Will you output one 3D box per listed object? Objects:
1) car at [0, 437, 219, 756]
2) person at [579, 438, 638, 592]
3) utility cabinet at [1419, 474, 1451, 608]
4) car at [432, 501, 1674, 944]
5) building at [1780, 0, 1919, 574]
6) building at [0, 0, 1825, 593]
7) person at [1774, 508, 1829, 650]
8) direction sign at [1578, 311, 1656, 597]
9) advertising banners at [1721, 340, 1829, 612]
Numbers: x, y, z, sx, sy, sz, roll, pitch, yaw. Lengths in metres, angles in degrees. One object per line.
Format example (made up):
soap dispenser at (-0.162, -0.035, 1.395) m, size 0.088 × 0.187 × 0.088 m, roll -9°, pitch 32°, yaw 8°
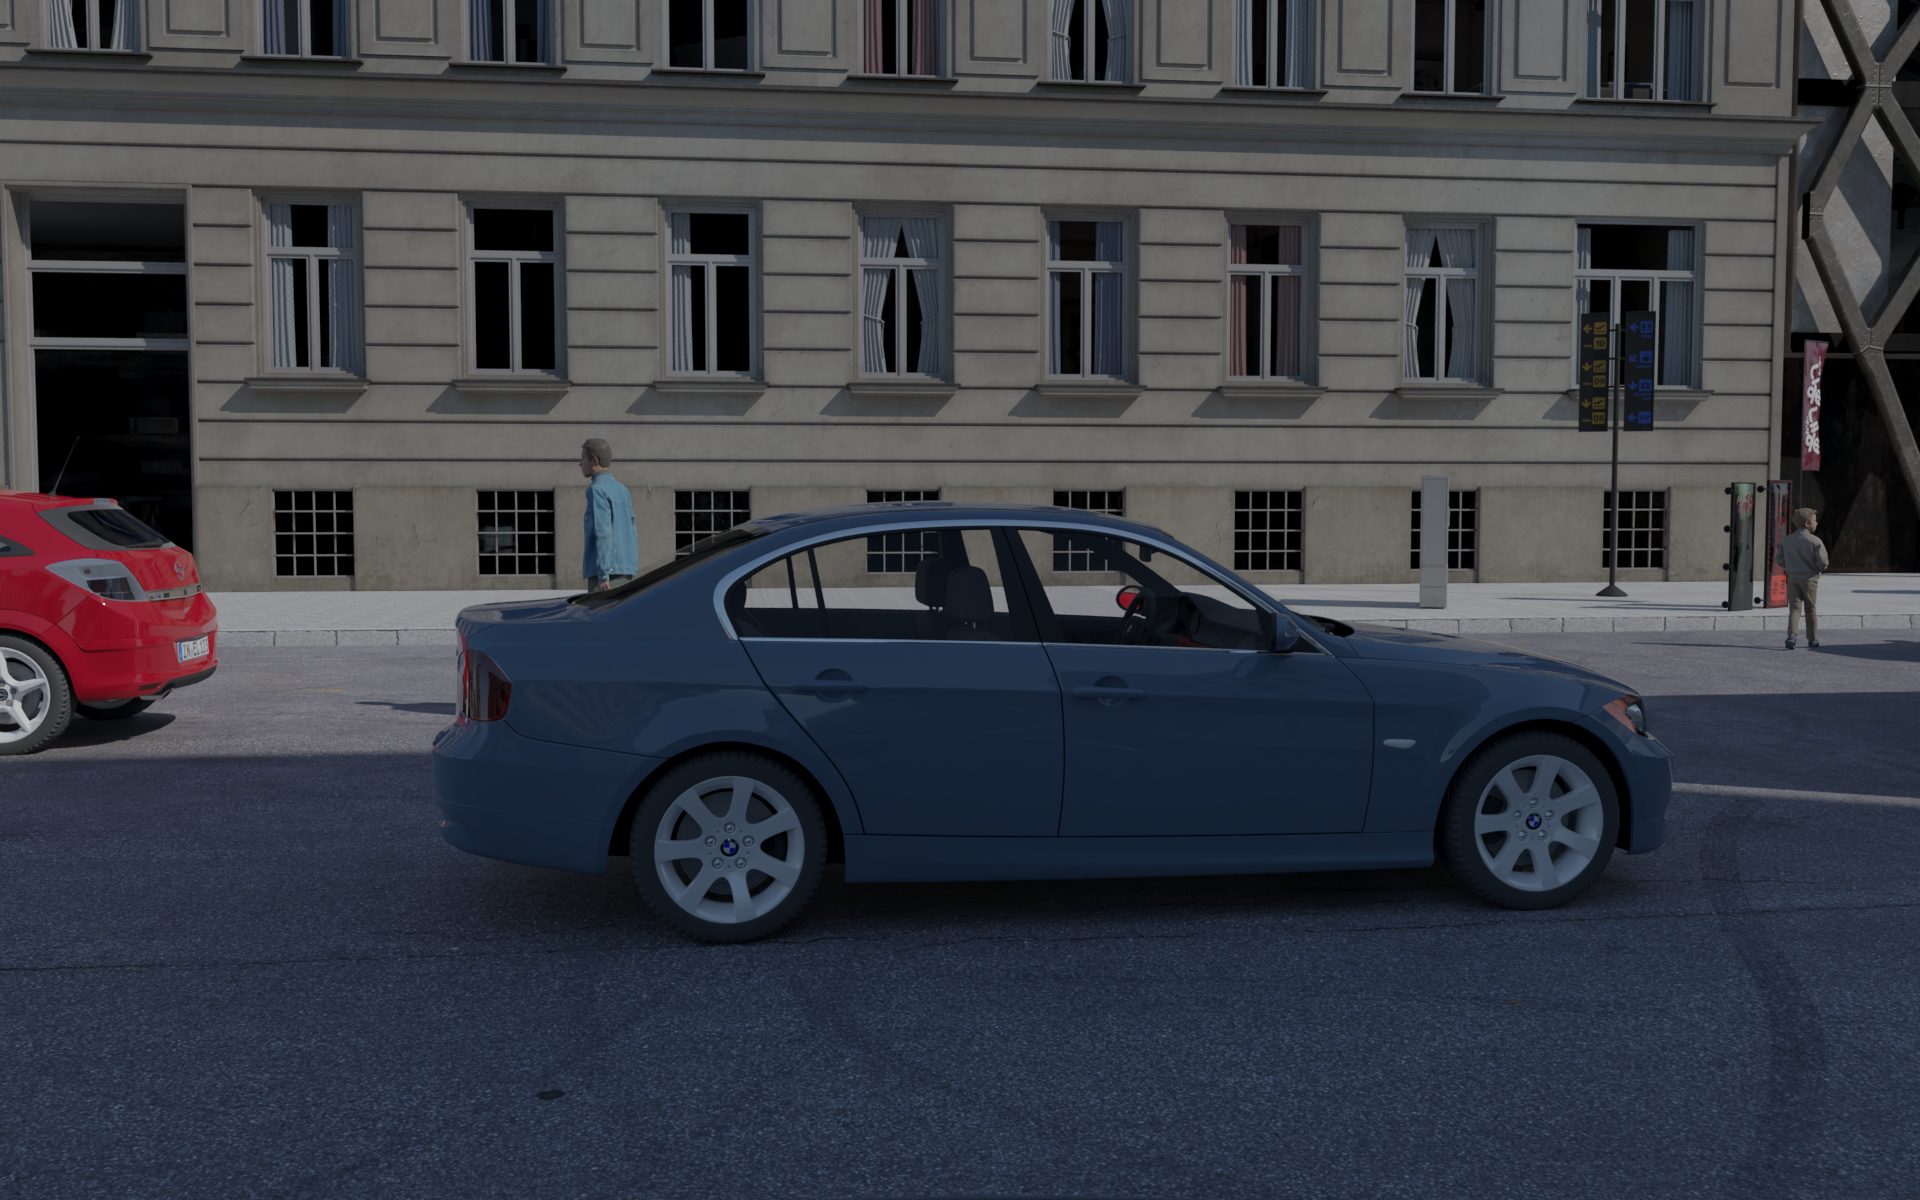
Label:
car at (-6.779, -0.065, 10.107) m, size 4.494 × 1.783 × 2.155 m, roll 0°, pitch 4°, yaw -7°
person at (-2.201, -0.131, 10.985) m, size 0.444 × 1.785 × 0.601 m, roll 1°, pitch 4°, yaw 20°
utility cabinet at (5.443, -0.682, 19.823) m, size 0.318 × 1.500 × 1.173 m, roll 1°, pitch 4°, yaw 16°
car at (0.372, 0.336, 6.502) m, size 4.499 × 1.417 × 2.014 m, roll -1°, pitch 4°, yaw -9°
building at (20.281, -10.148, 33.375) m, size 16.811 × 18.784 × 16.820 m, roll 0°, pitch 4°, yaw -8°
building at (-3.016, -12.036, 30.067) m, size 30.059 × 22.955 × 16.112 m, roll 0°, pitch 4°, yaw -8°
person at (7.779, -0.199, 16.025) m, size 0.475 × 1.303 × 0.640 m, roll 3°, pitch 4°, yaw 37°
direction sign at (8.193, -1.814, 21.662) m, size 0.876 × 3.537 × 0.379 m, roll 1°, pitch 4°, yaw 20°
advertising banners at (9.155, -1.418, 19.380) m, size 2.074 × 3.025 × 0.090 m, roll -3°, pitch 4°, yaw -37°
